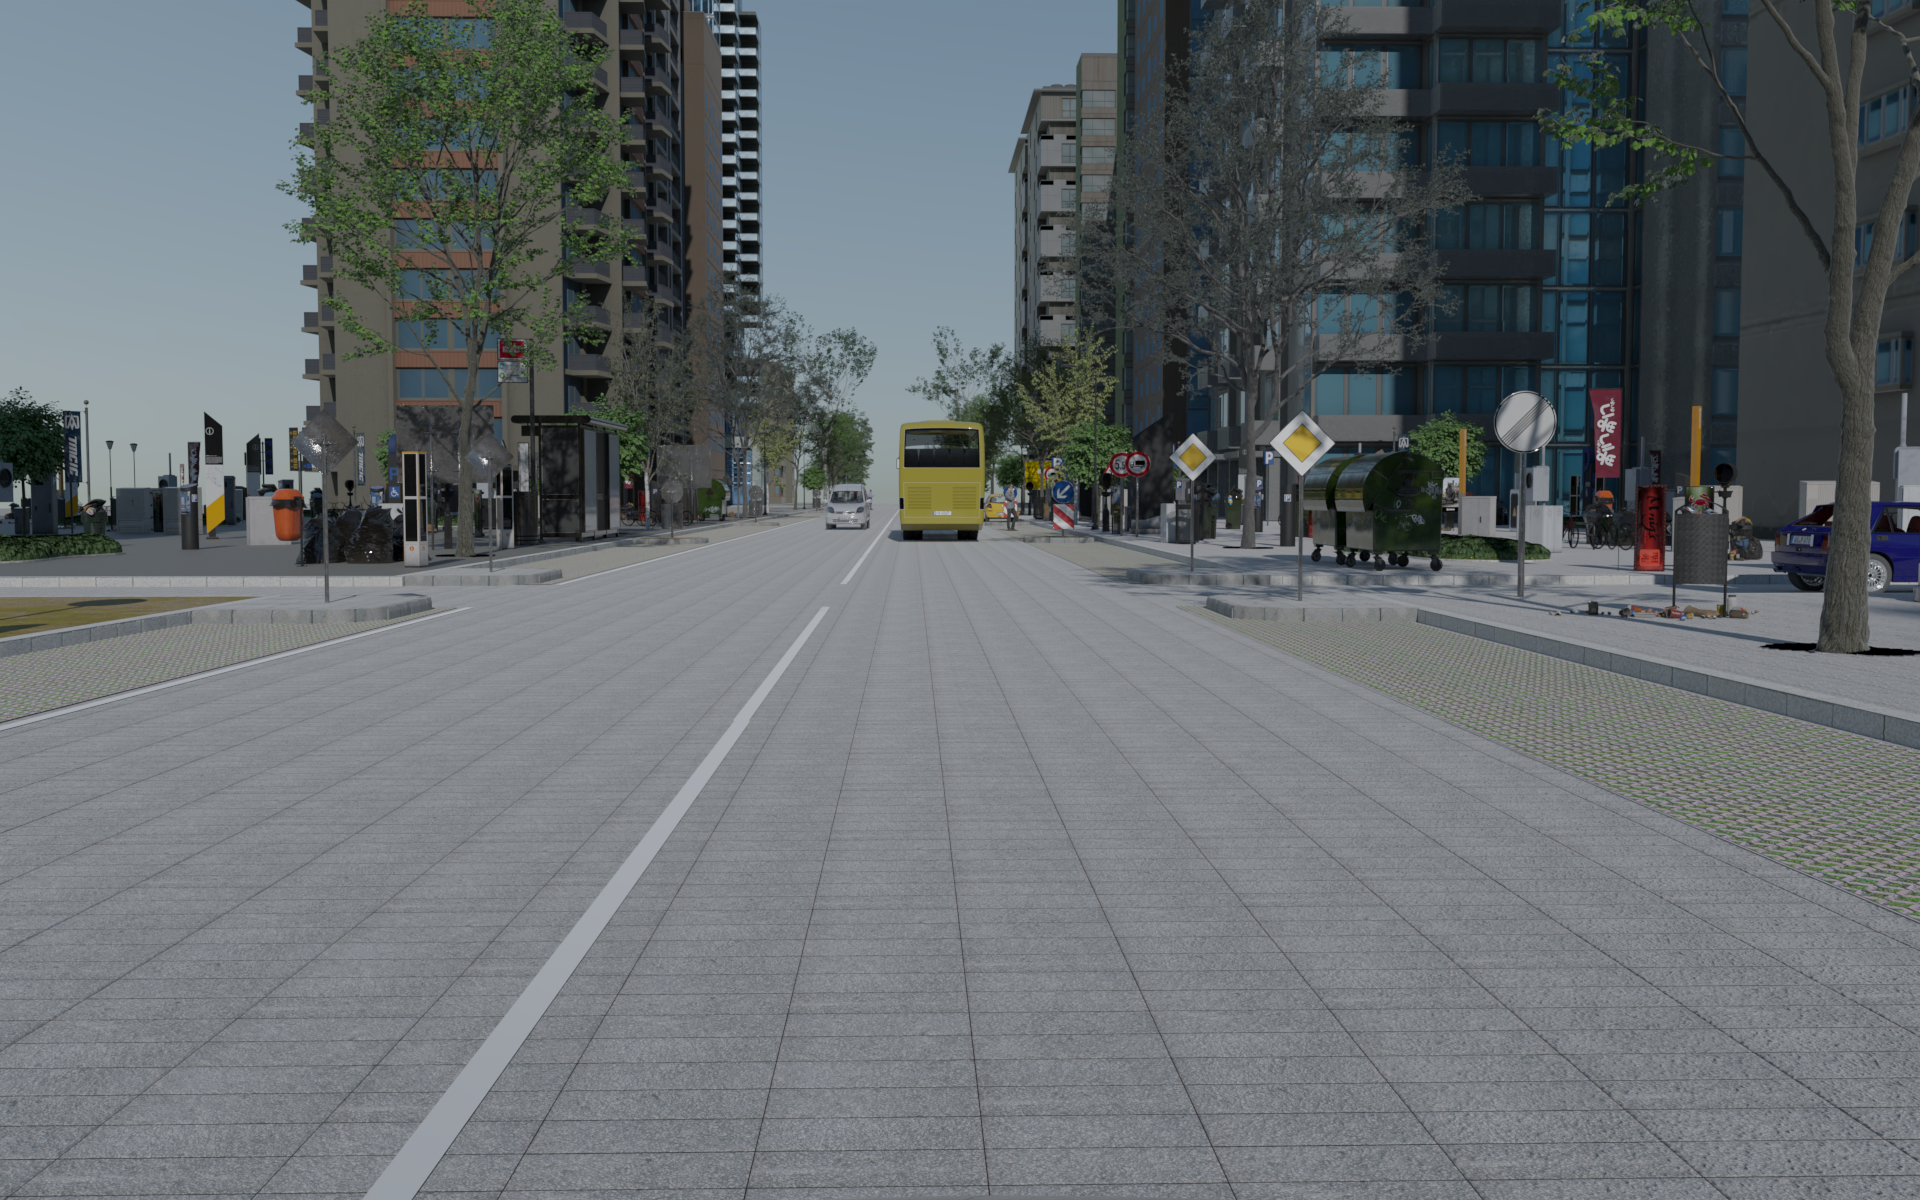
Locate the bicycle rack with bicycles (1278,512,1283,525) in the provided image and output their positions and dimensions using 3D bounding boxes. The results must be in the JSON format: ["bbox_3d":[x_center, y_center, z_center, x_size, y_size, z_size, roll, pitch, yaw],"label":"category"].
[{"bbox_3d":[13.028,-3.102,64.101,2.925,0.926,2.852,3,5,40],"label":"bicycle rack with bicycles"}]

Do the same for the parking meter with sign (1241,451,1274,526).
[{"bbox_3d":[12.016,-4.564,70.890,0.543,3.016,1.738,-2,4,-35],"label":"parking meter with sign"}]

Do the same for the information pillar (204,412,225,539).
[{"bbox_3d":[-21.125,-3.529,49.046,0.504,3.616,0.183,-1,4,-22],"label":"information pillar"}]

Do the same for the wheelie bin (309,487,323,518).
[{"bbox_3d":[-30.419,-4.534,82.032,0.693,1.594,0.980,-3,5,-44],"label":"wheelie bin"}]

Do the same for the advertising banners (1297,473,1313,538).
[{"bbox_3d":[10.269,-3.303,50.194,0.090,3.025,2.074,-1,4,-21],"label":"advertising banners"}]

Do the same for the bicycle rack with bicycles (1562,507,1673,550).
[{"bbox_3d":[15.368,-1.658,40.497,2.852,0.926,2.925,0,4,4],"label":"bicycle rack with bicycles"}]

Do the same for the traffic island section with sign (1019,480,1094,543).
[{"bbox_3d":[2.896,-2.617,51.422,1.989,1.847,2.006,0,4,-2],"label":"traffic island section with sign"}]

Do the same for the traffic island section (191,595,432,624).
[{"bbox_3d":[-7.492,0.112,20.448,2.009,0.180,2.903,0,4,-2],"label":"traffic island section"}]

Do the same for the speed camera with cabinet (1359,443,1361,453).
[{"bbox_3d":[15.532,-4.419,66.588,0.660,3.252,2.038,1,4,14],"label":"speed camera with cabinet"}]

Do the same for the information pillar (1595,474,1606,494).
[{"bbox_3d":[21.995,-3.365,59.517,0.304,2.012,0.304,2,4,28],"label":"information pillar"}]

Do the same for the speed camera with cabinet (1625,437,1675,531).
[{"bbox_3d":[24.142,-4.032,60.252,2.038,3.252,0.660,-1,4,-20],"label":"speed camera with cabinet"}]

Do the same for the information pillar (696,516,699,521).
[{"bbox_3d":[-12.529,-5.592,82.782,0.183,3.616,0.504,0,4,-7],"label":"information pillar"}]

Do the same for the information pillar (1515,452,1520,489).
[{"bbox_3d":[22.126,-4.712,68.398,0.504,3.616,0.183,-2,4,-27],"label":"information pillar"}]

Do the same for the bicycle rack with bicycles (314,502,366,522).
[{"bbox_3d":[-27.448,-3.918,77.443,2.925,0.926,2.852,-3,5,-43],"label":"bicycle rack with bicycles"}]

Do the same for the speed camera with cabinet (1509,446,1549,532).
[{"bbox_3d":[19.018,-3.885,57.858,0.660,3.252,2.038,0,4,-3],"label":"speed camera with cabinet"}]

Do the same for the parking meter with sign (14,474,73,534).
[{"bbox_3d":[-29.402,-3.627,55.567,1.738,3.016,0.543,0,4,-8],"label":"parking meter with sign"}]

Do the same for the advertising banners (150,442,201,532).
[{"bbox_3d":[-26.278,-3.784,58.054,2.074,3.025,0.090,1,4,17],"label":"advertising banners"}]

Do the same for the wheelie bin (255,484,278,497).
[{"bbox_3d":[-21.413,-2.801,53.708,0.980,1.594,0.693,2,4,33],"label":"wheelie bin"}]

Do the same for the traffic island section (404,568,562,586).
[{"bbox_3d":[-7.719,-0.376,28.430,2.009,0.180,2.903,0,4,-2],"label":"traffic island section"}]

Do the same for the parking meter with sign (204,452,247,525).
[{"bbox_3d":[-30.511,-4.632,71.997,1.738,3.016,0.543,-1,4,-13],"label":"parking meter with sign"}]

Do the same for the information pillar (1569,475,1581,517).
[{"bbox_3d":[23.862,-3.836,67.214,0.304,2.012,0.304,3,5,41],"label":"information pillar"}]

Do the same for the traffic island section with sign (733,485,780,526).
[{"bbox_3d":[-9.129,-4.226,77.719,1.989,1.847,2.006,0,4,-2],"label":"traffic island section with sign"}]

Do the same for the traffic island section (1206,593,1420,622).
[{"bbox_3d":[4.095,0.092,20.770,2.009,0.180,2.903,0,4,-2],"label":"traffic island section"}]

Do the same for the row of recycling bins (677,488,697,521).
[{"bbox_3d":[-13.370,-4.734,84.514,1.069,1.692,3.534,0,4,3],"label":"row of recycling bins"}]

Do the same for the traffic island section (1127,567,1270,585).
[{"bbox_3d":[3.868,-0.396,28.752,2.009,0.180,2.903,0,4,-2],"label":"traffic island section"}]

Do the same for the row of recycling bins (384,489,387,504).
[{"bbox_3d":[-31.776,-5.607,98.784,1.069,1.692,3.534,0,4,5],"label":"row of recycling bins"}]

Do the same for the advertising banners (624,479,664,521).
[{"bbox_3d":[-14.913,-5.228,81.671,2.074,3.025,0.090,-1,4,-21],"label":"advertising banners"}]

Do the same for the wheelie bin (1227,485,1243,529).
[{"bbox_3d":[9.954,-3.368,62.976,0.693,1.594,0.980,1,4,8],"label":"wheelie bin"}]

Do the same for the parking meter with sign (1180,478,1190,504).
[{"bbox_3d":[10.307,-5.104,79.717,0.543,3.016,1.738,3,5,44],"label":"parking meter with sign"}]

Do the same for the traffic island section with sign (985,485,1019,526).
[{"bbox_3d":[2.131,-4.278,78.578,1.989,1.847,2.006,0,4,-2],"label":"traffic island section with sign"}]

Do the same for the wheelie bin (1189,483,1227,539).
[{"bbox_3d":[7.047,-2.557,49.711,0.693,1.594,0.980,3,4,38],"label":"wheelie bin"}]

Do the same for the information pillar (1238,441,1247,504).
[{"bbox_3d":[12.096,-5.046,73.863,0.183,3.616,0.504,-3,5,-43],"label":"information pillar"}]

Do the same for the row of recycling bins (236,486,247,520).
[{"bbox_3d":[-36.103,-4.817,85.874,1.069,1.692,3.534,0,4,-4],"label":"row of recycling bins"}]

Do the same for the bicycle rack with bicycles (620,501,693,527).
[{"bbox_3d":[-12.501,-3.415,69.209,2.925,0.926,2.852,2,4,33],"label":"bicycle rack with bicycles"}]

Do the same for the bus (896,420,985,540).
[{"bbox_3d":[-0.694,-3.994,56.857,2.896,3.916,12.252,0,4,-2],"label":"bus"}]

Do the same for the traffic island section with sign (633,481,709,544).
[{"bbox_3d":[-8.334,-2.540,50.149,1.989,1.847,2.006,0,4,-2],"label":"traffic island section with sign"}]

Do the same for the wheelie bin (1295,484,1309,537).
[{"bbox_3d":[10.318,-2.679,51.718,0.980,1.594,0.693,0,4,8],"label":"wheelie bin"}]

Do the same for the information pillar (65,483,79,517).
[{"bbox_3d":[-36.780,-4.910,71.638,0.504,3.616,0.183,-2,4,-27],"label":"information pillar"}]

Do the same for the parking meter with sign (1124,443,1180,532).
[{"bbox_3d":[6.526,-3.862,59.407,1.738,3.016,0.543,-1,4,-12],"label":"parking meter with sign"}]

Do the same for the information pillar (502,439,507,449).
[{"bbox_3d":[-19.395,-5.042,73.785,0.183,3.616,0.504,-2,4,-32],"label":"information pillar"}]

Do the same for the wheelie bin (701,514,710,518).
[{"bbox_3d":[-13.545,-5.120,91.628,0.693,1.594,0.980,2,4,32],"label":"wheelie bin"}]

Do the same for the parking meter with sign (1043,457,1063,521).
[{"bbox_3d":[4.419,-5.321,83.258,0.543,3.016,1.738,-1,4,-14],"label":"parking meter with sign"}]

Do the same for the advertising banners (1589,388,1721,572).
[{"bbox_3d":[11.442,-1.982,28.586,2.074,3.025,0.090,1,4,12],"label":"advertising banners"}]

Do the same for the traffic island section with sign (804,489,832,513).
[{"bbox_3d":[-10.564,-7.329,128.450,1.989,1.847,2.006,0,4,-2],"label":"traffic island section with sign"}]

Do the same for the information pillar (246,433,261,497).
[{"bbox_3d":[-27.030,-4.585,66.317,0.504,3.616,0.183,-2,4,-28],"label":"information pillar"}]

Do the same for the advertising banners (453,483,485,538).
[{"bbox_3d":[-14.667,-3.383,51.494,0.090,3.025,2.074,-3,5,-42],"label":"advertising banners"}]

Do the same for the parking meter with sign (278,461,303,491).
[{"bbox_3d":[-35.121,-5.745,90.191,0.543,3.016,1.738,2,4,34],"label":"parking meter with sign"}]

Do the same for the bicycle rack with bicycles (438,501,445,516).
[{"bbox_3d":[-27.426,-4.637,89.189,2.852,0.926,2.925,2,4,33],"label":"bicycle rack with bicycles"}]
